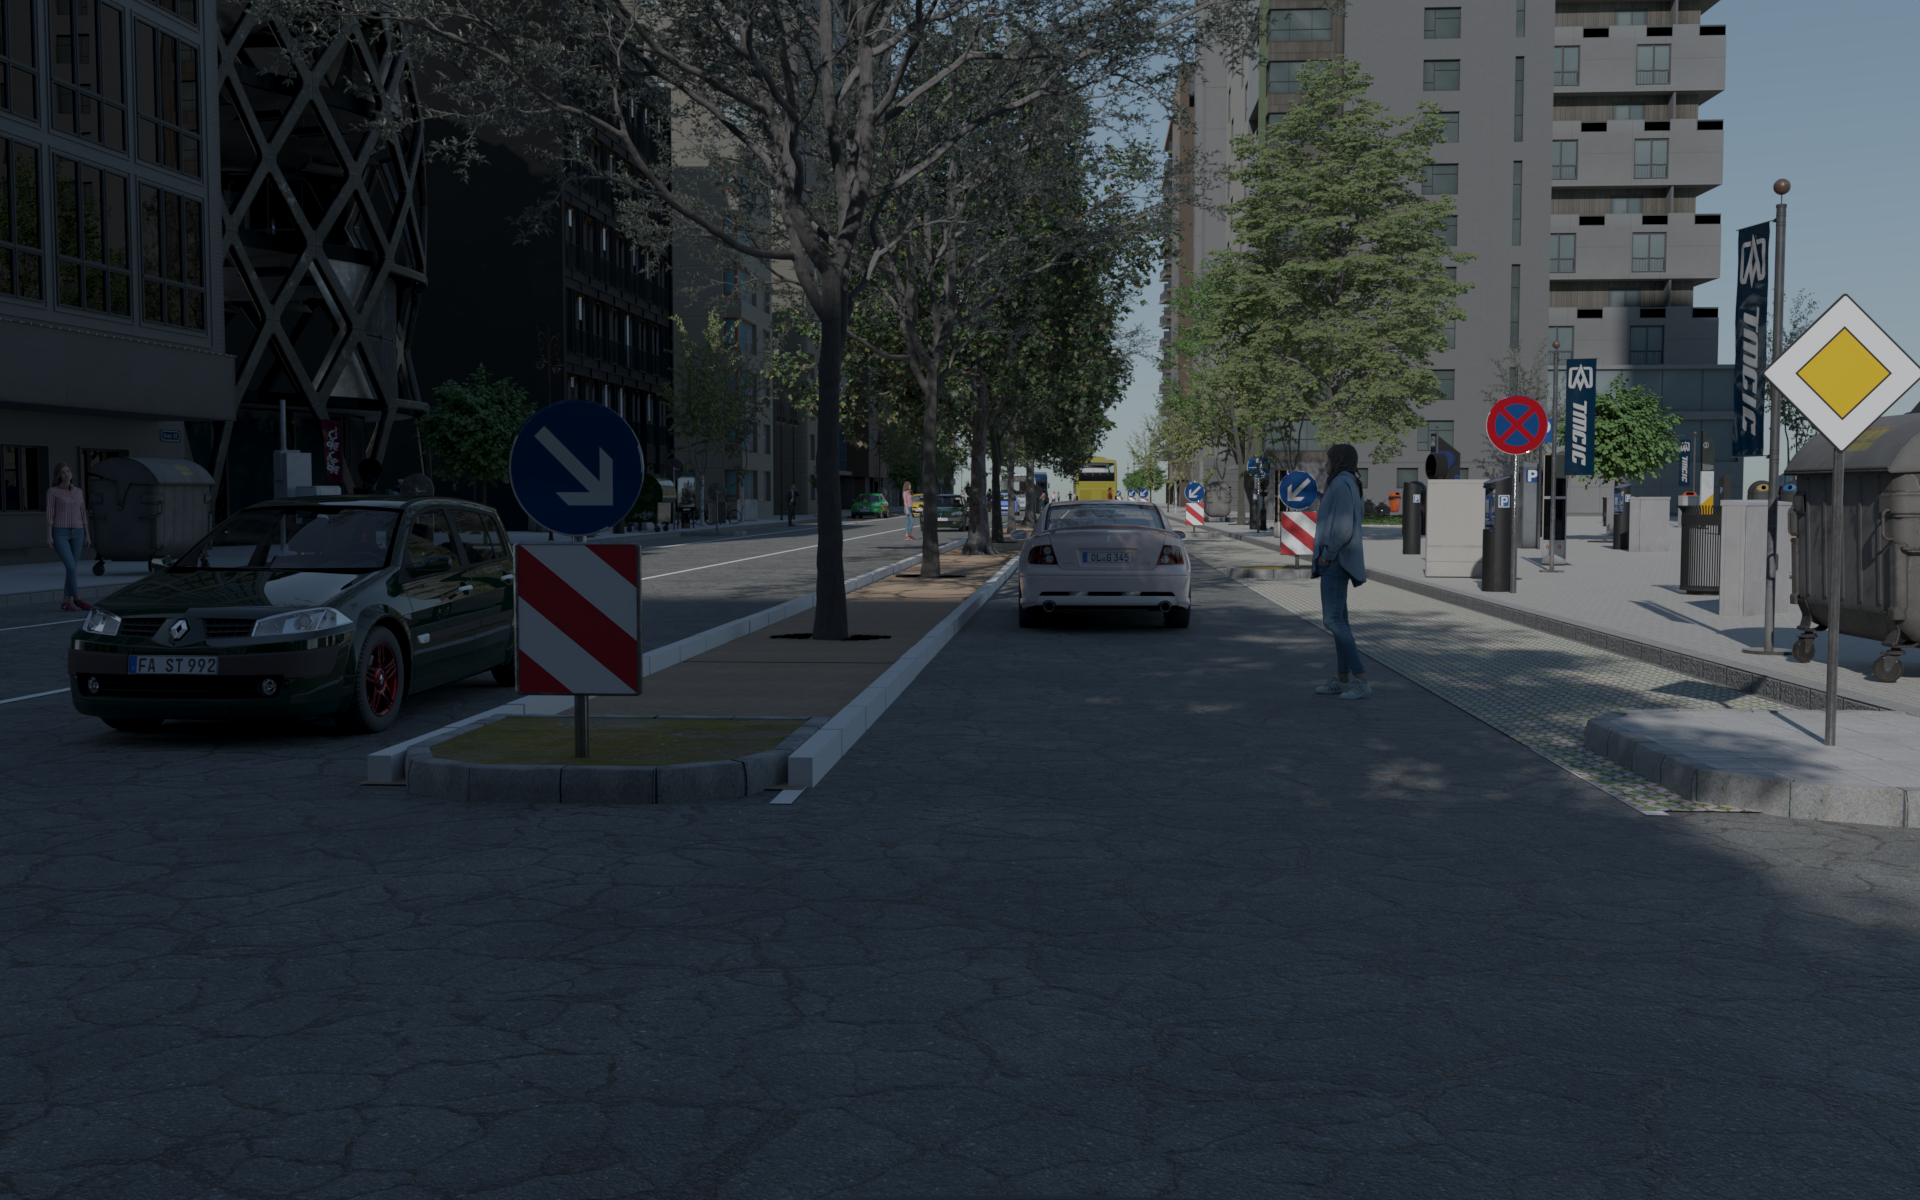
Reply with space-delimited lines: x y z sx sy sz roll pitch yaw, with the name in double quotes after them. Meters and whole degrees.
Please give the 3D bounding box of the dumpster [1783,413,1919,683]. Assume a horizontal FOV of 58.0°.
6.860 -0.404 12.361 1.264 1.857 1.865 0 4 4 "dumpster"

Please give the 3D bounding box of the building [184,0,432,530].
-23.214 -10.885 45.419 16.820 18.784 16.811 0 4 4 "building"

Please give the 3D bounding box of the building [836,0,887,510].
-13.866 -30.512 148.988 14.600 45.320 14.200 0 4 4 "building"

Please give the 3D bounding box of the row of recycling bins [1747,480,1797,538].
24.976 -2.686 51.021 1.069 1.692 3.534 -3 5 -42 "row of recycling bins"

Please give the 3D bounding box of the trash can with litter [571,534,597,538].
-11.124 -2.440 51.276 1.055 1.170 0.624 3 5 44 "trash can with litter"

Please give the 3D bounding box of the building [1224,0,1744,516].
31.768 -31.966 111.888 28.713 52.752 27.495 0 4 4 "building"

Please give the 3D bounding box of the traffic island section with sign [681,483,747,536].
-8.439 -3.128 59.778 1.989 1.847 2.006 0 4 4 "traffic island section with sign"

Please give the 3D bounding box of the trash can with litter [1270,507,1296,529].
11.759 -3.217 63.651 2.233 1.210 1.678 0 4 -1 "trash can with litter"

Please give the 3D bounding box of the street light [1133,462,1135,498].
20.685 -14.258 205.902 0.468 5.910 1.993 0 4 4 "street light"

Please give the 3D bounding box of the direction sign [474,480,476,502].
-15.451 -3.862 55.142 0.876 3.537 0.379 1 4 9 "direction sign"

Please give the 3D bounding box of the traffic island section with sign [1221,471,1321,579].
5.670 -1.311 30.067 1.989 1.847 2.006 0 4 4 "traffic island section with sign"

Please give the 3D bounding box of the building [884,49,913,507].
-15.617 -45.462 181.552 20.563 71.187 20.611 0 4 4 "building"

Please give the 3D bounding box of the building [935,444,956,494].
-15.419 -23.118 223.014 27.650 21.520 28.899 0 4 4 "building"

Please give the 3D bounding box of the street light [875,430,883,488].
-5.783 -9.285 124.601 0.468 5.910 1.993 0 4 4 "street light"

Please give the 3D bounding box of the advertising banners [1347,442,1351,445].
13.402 -3.845 59.058 0.090 3.025 2.074 2 4 25 "advertising banners"

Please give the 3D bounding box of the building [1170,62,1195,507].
28.876 -32.210 176.751 14.600 45.320 14.200 0 4 4 "building"

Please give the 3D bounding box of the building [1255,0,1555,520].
22.738 -19.615 92.402 14.160 30.474 14.107 0 4 4 "building"

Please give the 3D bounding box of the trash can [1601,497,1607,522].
28.765 -3.975 76.652 0.748 1.137 0.748 0 3 0 "trash can"

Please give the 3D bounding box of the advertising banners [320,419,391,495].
-13.905 -2.706 40.437 2.074 3.025 0.090 0 4 6 "advertising banners"

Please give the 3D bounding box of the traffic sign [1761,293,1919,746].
4.438 -0.314 8.777 0.795 2.450 0.064 0 4 4 "traffic sign"

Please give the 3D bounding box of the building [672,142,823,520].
-23.549 -15.644 100.816 27.650 21.520 28.899 0 4 4 "building"

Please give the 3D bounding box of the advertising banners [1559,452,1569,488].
24.180 -4.609 71.552 2.074 3.025 0.090 2 4 31 "advertising banners"

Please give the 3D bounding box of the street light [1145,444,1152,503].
17.392 -11.336 158.139 0.468 5.910 1.993 0 4 4 "street light"

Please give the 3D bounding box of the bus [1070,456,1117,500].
8.647 -7.371 112.068 2.896 3.916 12.252 0 4 3 "bus"

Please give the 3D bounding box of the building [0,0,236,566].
-22.812 -14.139 24.687 14.314 27.812 24.014 0 4 4 "building"

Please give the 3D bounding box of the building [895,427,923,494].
-10.832 -33.624 199.856 14.600 45.320 14.200 0 4 4 "building"

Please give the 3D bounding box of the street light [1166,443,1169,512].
14.627 -9.099 121.563 0.468 5.910 1.993 0 4 4 "street light"

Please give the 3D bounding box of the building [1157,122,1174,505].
34.423 -33.232 197.962 22.147 44.769 28.867 0 4 4 "building"

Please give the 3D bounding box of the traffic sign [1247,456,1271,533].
9.790 -3.466 56.782 0.768 2.556 0.104 1 4 9 "traffic sign"

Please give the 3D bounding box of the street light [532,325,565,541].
-11.264 -4.572 47.536 0.468 5.910 1.993 0 4 4 "street light"

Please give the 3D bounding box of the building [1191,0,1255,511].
29.507 -36.575 140.007 21.231 58.520 28.212 0 4 4 "building"

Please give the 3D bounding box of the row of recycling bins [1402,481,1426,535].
15.232 -2.836 53.481 1.069 1.692 3.534 -3 5 -43 "row of recycling bins"

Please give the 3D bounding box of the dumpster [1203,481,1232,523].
11.664 -4.444 78.421 1.264 1.857 1.865 0 4 4 "dumpster"

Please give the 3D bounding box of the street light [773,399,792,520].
-8.685 -6.810 84.129 0.468 5.910 1.993 0 4 4 "street light"

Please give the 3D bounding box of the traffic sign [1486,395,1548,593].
7.165 -1.361 22.352 0.768 2.556 0.104 1 4 11 "traffic sign"

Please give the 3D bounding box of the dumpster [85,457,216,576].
-12.937 -1.342 27.707 1.264 1.857 1.865 0 4 4 "dumpster"

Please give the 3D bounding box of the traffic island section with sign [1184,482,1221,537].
7.689 -3.015 57.921 1.989 1.847 2.006 0 4 4 "traffic island section with sign"

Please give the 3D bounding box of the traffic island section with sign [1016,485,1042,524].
3.621 -4.634 83.908 2.006 1.907 1.989 0 4 4 "traffic island section with sign"

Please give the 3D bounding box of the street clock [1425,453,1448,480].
8.492 -1.610 30.901 0.358 2.002 0.471 -1 4 -10 "street clock"

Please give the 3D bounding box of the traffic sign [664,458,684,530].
-10.149 -3.750 61.411 0.768 2.556 0.104 1 4 11 "traffic sign"

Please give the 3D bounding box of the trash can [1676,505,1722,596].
9.508 -0.637 22.065 0.748 1.137 0.748 0 3 0 "trash can"

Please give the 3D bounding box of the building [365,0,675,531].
-19.040 -14.510 66.910 12.332 23.373 15.834 0 4 4 "building"

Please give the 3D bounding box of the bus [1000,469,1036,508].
5.060 -9.415 148.789 2.948 3.499 13.247 0 4 4 "bus"

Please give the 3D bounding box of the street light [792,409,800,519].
-8.397 -7.009 87.393 0.468 5.910 1.993 0 4 4 "street light"

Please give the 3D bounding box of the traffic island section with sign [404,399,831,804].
-1.792 -0.051 8.964 2.006 1.907 1.989 0 4 4 "traffic island section with sign"

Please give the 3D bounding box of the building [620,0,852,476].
-23.173 -32.987 128.570 28.713 52.752 27.495 0 4 4 "building"

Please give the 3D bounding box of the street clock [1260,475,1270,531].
10.658 -3.441 60.822 0.358 2.002 0.471 -1 4 -17 "street clock"

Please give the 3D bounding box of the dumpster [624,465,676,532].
-10.558 -3.432 58.611 1.502 2.255 1.985 0 4 4 "dumpster"

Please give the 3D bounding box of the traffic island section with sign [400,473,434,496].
-10.404 -1.468 32.626 1.989 1.847 2.006 0 4 4 "traffic island section with sign"

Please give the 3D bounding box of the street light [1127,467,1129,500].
23.508 -16.495 242.474 0.468 5.910 1.993 0 4 4 "street light"
